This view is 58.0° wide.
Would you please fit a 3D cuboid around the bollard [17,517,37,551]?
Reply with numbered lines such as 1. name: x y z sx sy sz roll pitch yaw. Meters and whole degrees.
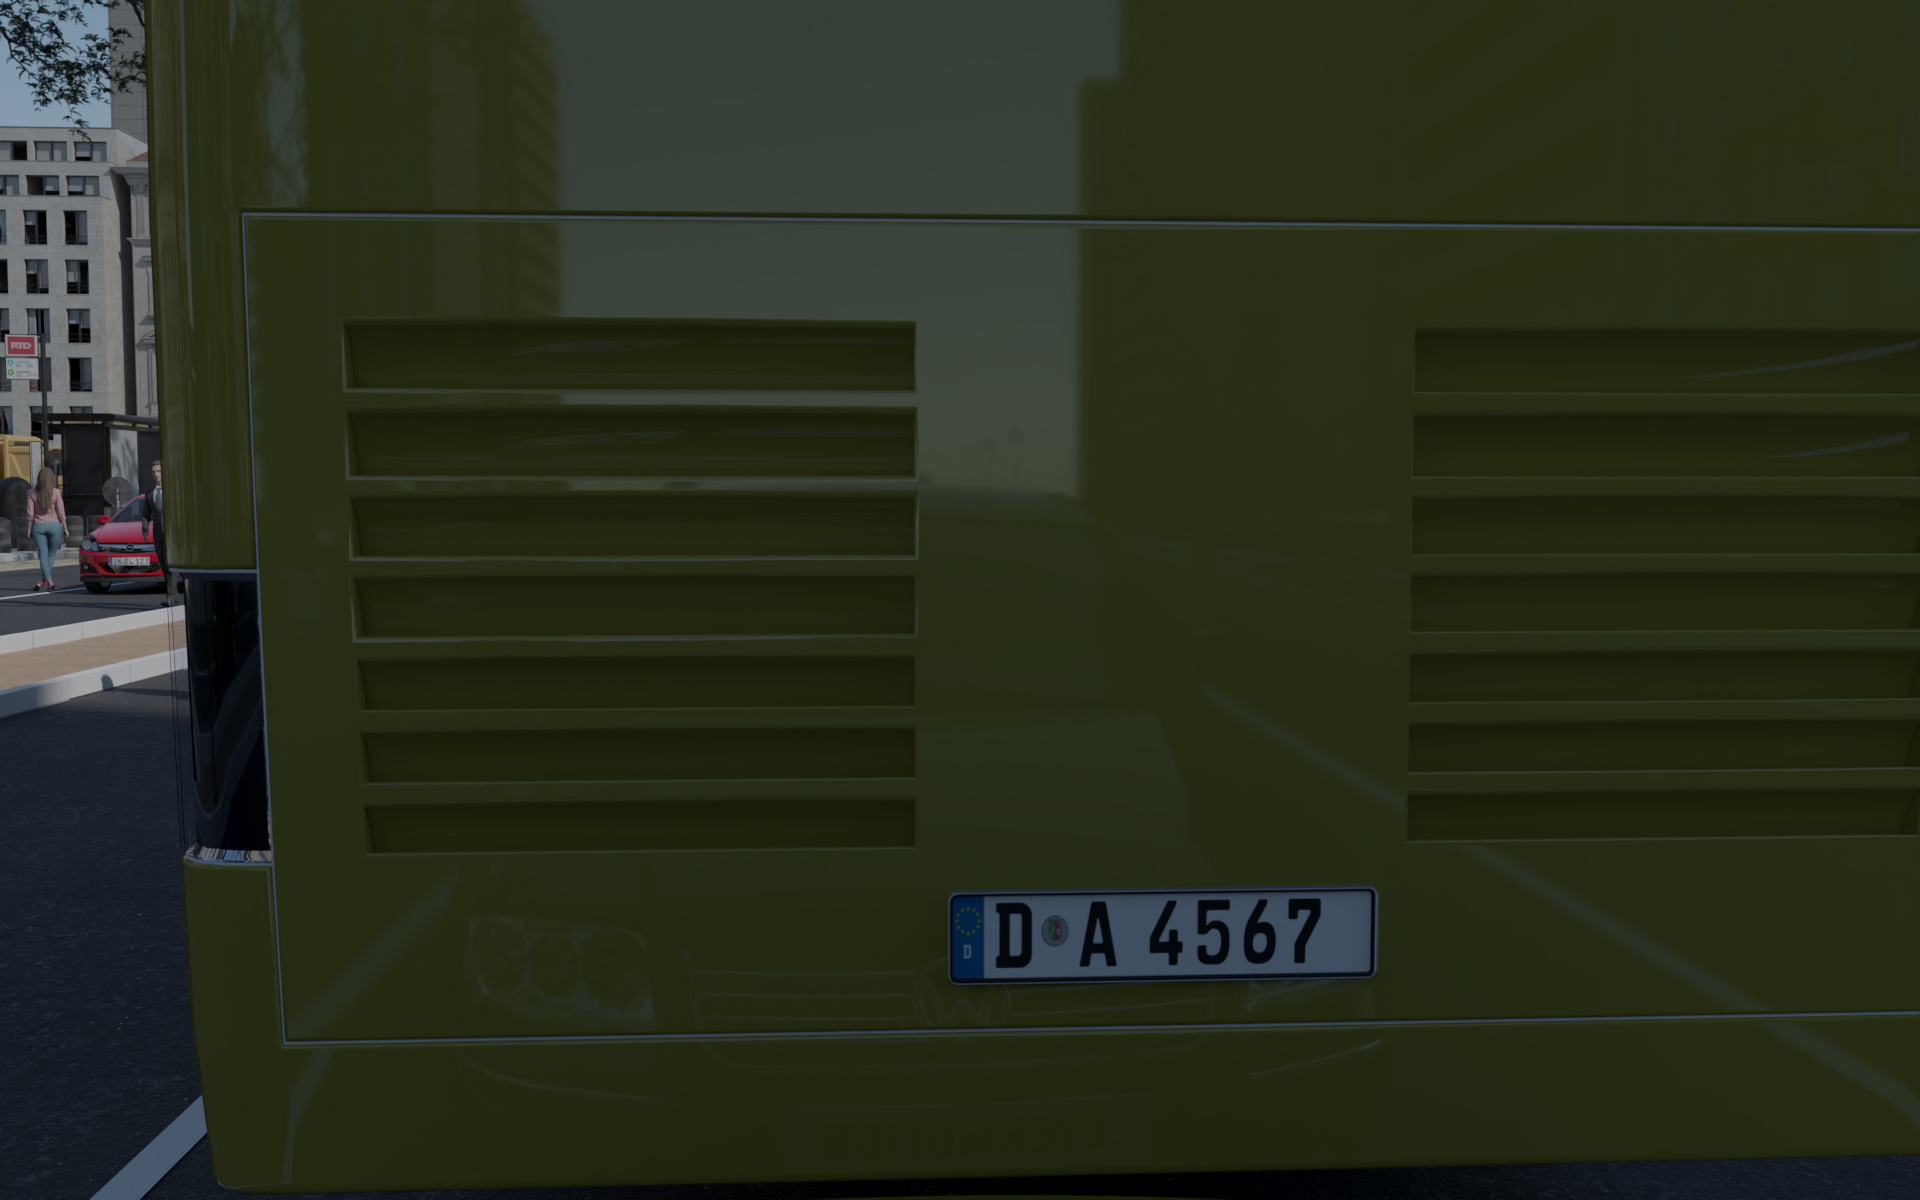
1. bollard: -20.974 -1.480 38.916 0.404 0.777 0.398 0 3 0

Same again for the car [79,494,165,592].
1. car: -11.958 -1.076 26.633 2.155 1.783 4.494 0 4 -6

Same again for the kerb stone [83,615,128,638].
1. kerb stone: -8.727 0.284 17.550 0.120 0.150 1.000 0 4 -4

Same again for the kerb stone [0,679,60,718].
1. kerb stone: -6.226 0.652 11.553 0.120 0.150 1.000 0 4 -4

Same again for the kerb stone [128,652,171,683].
1. kerb stone: -6.368 0.525 13.605 0.120 0.150 1.000 0 4 -4

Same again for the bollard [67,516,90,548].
1. bollard: -21.130 -1.627 41.314 0.404 0.777 0.398 0 3 0

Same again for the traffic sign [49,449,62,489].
1. traffic sign: -25.363 -2.969 48.643 0.768 2.556 0.104 0 4 4

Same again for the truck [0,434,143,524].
1. truck: -29.839 -3.768 57.537 9.791 3.379 3.469 0 4 -5

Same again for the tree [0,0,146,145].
1. tree: -6.805 -4.471 9.978 8.767 10.594 7.601 0 4 -4

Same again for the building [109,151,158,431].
1. building: -33.565 -15.884 95.854 21.152 22.565 11.583 0 4 -4

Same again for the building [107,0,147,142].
1. building: -75.717 -45.669 184.944 20.611 71.187 20.563 0 4 -4

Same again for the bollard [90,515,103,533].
1. bollard: -21.211 -1.700 42.513 0.404 0.777 0.398 0 3 0

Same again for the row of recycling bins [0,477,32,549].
1. row of recycling bins: -23.545 -2.039 40.447 3.534 1.692 1.069 -1 4 -12

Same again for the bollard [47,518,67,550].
1. bollard: -21.052 -1.553 40.115 0.404 0.777 0.398 0 3 0

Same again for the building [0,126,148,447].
1. building: -52.440 -14.591 93.318 16.860 20.320 10.420 0 4 -4

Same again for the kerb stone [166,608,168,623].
1. kerb stone: -8.869 0.158 19.605 0.120 0.150 1.000 0 4 -4

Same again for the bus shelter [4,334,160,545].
1. bus shelter: -22.999 -4.195 46.217 2.179 5.291 8.768 0 4 -4

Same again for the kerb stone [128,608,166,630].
1. kerb stone: -8.801 0.221 18.581 0.120 0.150 1.000 0 4 -4

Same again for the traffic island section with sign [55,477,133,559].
1. traffic island section with sign: -19.008 -1.839 38.689 1.989 1.847 2.006 0 4 -4

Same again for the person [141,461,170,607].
1. person: -10.011 -0.829 21.834 0.659 1.850 0.755 0 4 1

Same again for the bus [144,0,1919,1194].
1. bus: -0.111 -1.020 8.226 2.896 3.916 12.252 0 4 -3

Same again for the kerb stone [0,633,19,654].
1. kerb stone: -8.596 0.410 15.489 0.120 0.150 1.000 0 4 -4

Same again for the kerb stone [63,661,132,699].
1. kerb stone: -6.300 0.588 12.576 0.120 0.150 1.000 0 4 -4

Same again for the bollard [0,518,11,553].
1. bollard: -20.893 -1.406 37.712 0.404 0.777 0.398 0 3 0

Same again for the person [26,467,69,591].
1. person: -13.449 -1.042 25.544 0.555 1.821 0.388 -3 4 -38

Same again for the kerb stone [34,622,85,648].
1. kerb stone: -8.656 0.347 16.519 0.120 0.150 1.000 0 4 -4
